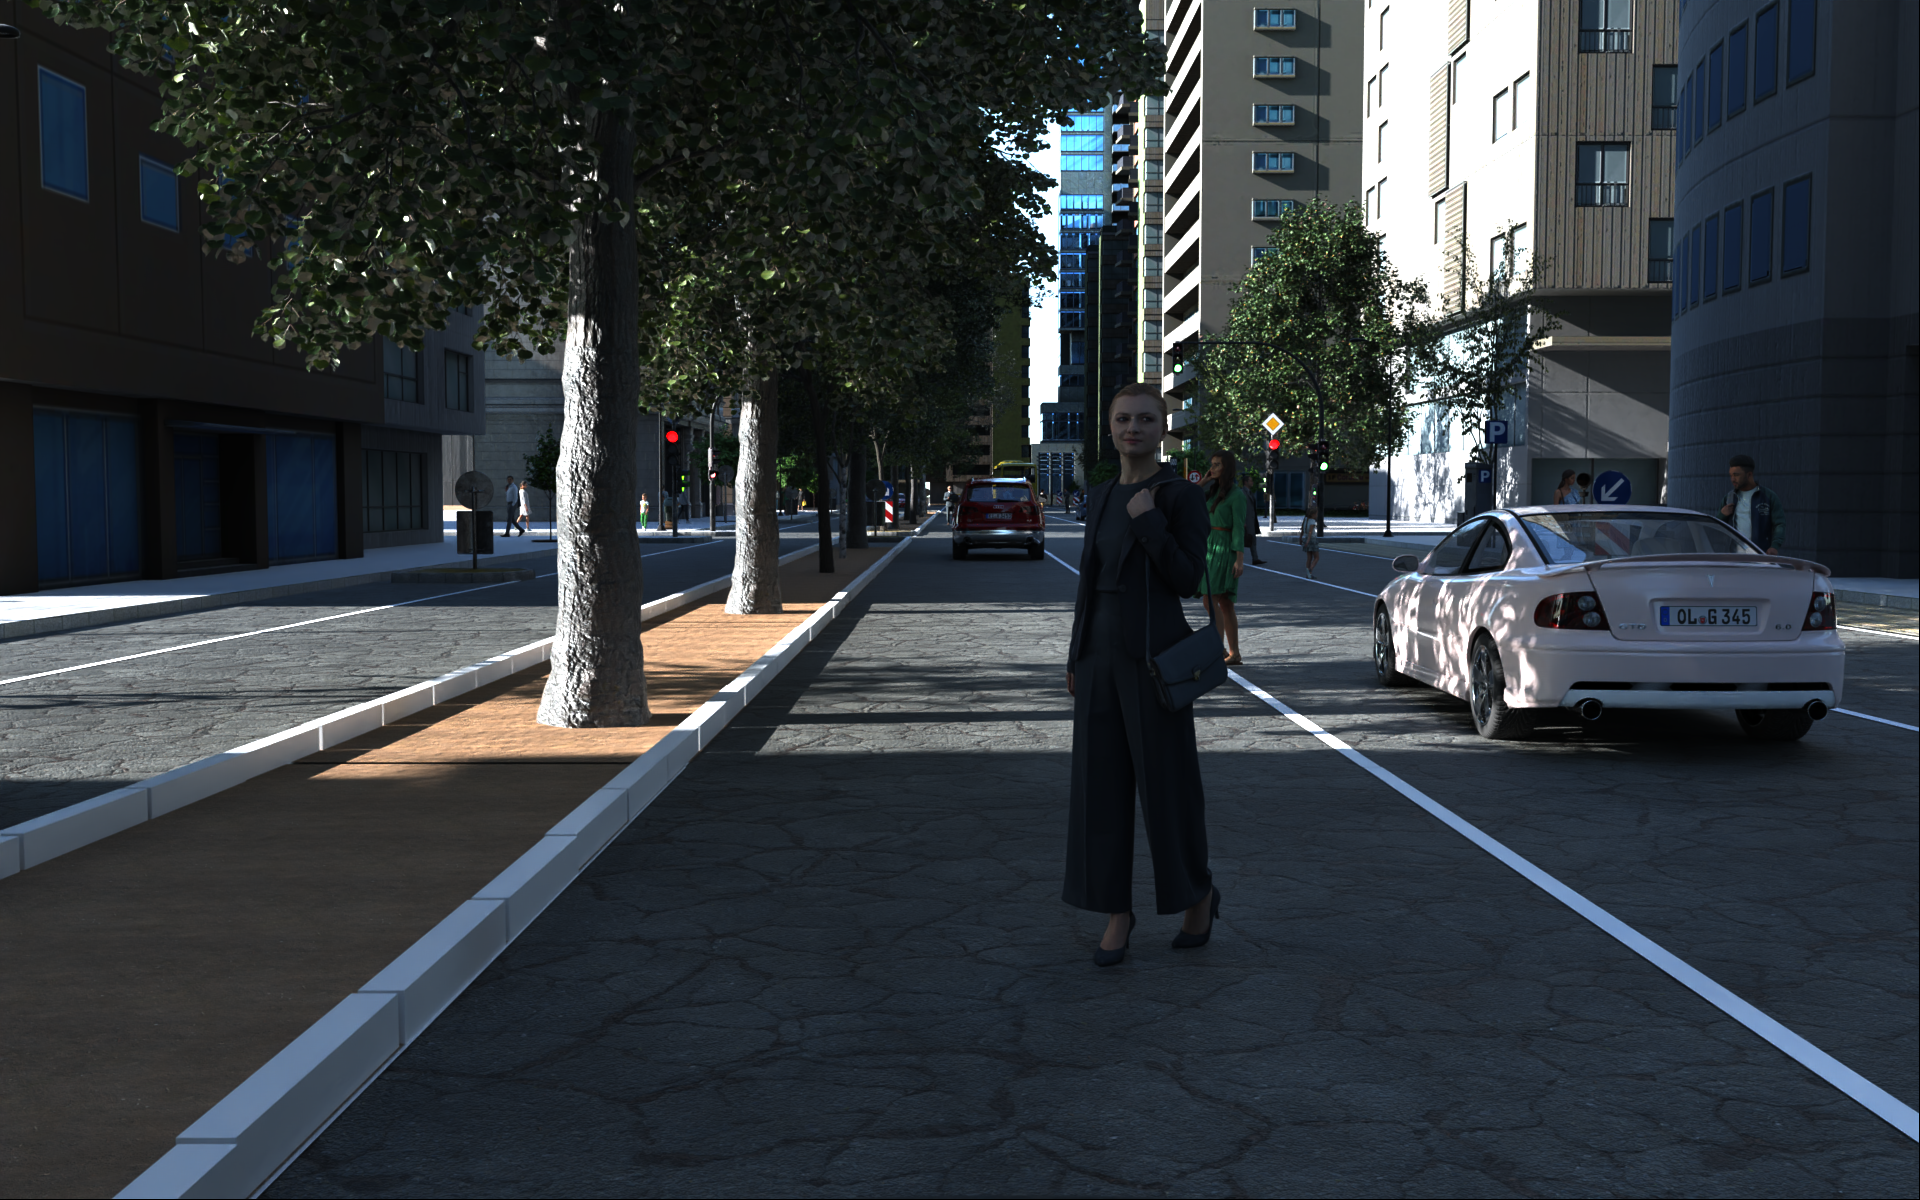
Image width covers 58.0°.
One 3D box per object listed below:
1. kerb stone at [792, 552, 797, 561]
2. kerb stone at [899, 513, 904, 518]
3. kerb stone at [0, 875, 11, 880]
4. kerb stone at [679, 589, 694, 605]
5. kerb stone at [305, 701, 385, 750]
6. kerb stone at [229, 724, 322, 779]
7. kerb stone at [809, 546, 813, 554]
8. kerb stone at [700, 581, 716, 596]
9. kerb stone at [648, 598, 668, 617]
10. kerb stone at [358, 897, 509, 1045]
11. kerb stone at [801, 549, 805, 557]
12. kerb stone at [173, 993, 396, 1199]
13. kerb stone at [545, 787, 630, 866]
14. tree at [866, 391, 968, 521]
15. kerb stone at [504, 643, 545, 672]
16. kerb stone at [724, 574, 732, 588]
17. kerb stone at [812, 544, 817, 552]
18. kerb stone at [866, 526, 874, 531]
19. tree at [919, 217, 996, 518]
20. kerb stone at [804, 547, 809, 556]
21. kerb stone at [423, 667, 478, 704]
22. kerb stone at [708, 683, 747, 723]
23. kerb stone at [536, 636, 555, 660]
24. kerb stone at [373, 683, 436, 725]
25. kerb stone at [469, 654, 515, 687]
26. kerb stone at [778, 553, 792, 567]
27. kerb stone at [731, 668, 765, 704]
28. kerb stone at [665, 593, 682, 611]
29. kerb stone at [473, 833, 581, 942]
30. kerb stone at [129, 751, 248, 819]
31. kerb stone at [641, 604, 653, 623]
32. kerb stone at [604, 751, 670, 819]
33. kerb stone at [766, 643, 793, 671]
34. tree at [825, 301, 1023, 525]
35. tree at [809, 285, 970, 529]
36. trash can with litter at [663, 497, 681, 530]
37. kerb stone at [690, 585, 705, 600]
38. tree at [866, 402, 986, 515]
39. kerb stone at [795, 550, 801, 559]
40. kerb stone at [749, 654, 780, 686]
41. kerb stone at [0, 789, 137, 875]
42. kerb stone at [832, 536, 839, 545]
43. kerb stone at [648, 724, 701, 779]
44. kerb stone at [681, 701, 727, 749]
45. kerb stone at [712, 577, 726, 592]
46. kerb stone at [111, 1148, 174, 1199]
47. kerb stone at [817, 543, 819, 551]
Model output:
[{"bbox_3d":[-3.621,-0.891,36.766,0.120,0.150,1.000,0,3,0],"label":"kerb stone"},{"bbox_3d":[-3.690,-5.440,111.143,0.120,0.150,1.000,0,3,0],"label":"kerb stone"},{"bbox_3d":[-3.600,0.994,6.020,0.120,0.150,1.000,0,3,0],"label":"kerb stone"},{"bbox_3d":[-3.610,-0.012,22.417,0.120,0.150,1.000,0,3,0],"label":"kerb stone"},{"bbox_3d":[-3.601,0.739,10.119,0.120,0.150,1.000,0,3,0],"label":"kerb stone"},{"bbox_3d":[-3.610,0.807,9.097,0.120,0.150,1.000,0,3,0],"label":"kerb stone"},{"bbox_3d":[-3.626,-1.141,40.854,0.120,0.150,1.000,0,3,0],"label":"kerb stone"},{"bbox_3d":[-3.621,-0.139,24.470,0.120,0.150,1.000,0,3,0],"label":"kerb stone"},{"bbox_3d":[-3.606,0.113,20.368,0.120,0.150,1.000,0,3,0],"label":"kerb stone"},{"bbox_3d":[-1.496,1.053,4.978,0.120,0.150,1.000,0,3,0],"label":"kerb stone"},{"bbox_3d":[-3.628,-1.016,38.810,0.120,0.150,1.000,0,3,0],"label":"kerb stone"},{"bbox_3d":[-1.503,1.116,3.953,0.120,0.150,1.000,0,3,0],"label":"kerb stone"},{"bbox_3d":[-1.506,0.928,7.030,0.120,0.150,1.000,0,3,0],"label":"kerb stone"},{"bbox_3d":[-2.744,-10.089,93.167,9.928,11.665,9.643,0,3,0],"label":"tree"},{"bbox_3d":[-3.605,0.488,14.220,0.120,0.150,1.000,0,3,0],"label":"kerb stone"},{"bbox_3d":[-3.613,-0.264,26.516,0.120,0.150,1.000,0,3,0],"label":"kerb stone"},{"bbox_3d":[-3.631,-1.204,41.876,0.120,0.150,1.000,0,3,0],"label":"kerb stone"},{"bbox_3d":[-3.656,-2.993,71.128,0.120,0.150,1.000,0,3,0],"label":"kerb stone"},{"bbox_3d":[-3.488,-15.108,105.364,12.611,20.169,13.585,0,3,0],"label":"tree"},{"bbox_3d":[-3.623,-1.075,39.833,0.120,0.150,1.000,0,3,0],"label":"kerb stone"},{"bbox_3d":[-3.604,0.616,12.177,0.120,0.150,1.000,0,3,0],"label":"kerb stone"},{"bbox_3d":[-1.505,0.677,11.124,0.120,0.150,1.000,0,3,0],"label":"kerb stone"},{"bbox_3d":[-3.605,0.425,15.242,0.120,0.150,1.000,0,3,0],"label":"kerb stone"},{"bbox_3d":[-3.604,0.681,11.146,0.120,0.150,1.000,0,3,0],"label":"kerb stone"},{"bbox_3d":[-3.604,0.553,13.199,0.120,0.150,1.000,0,3,0],"label":"kerb stone"},{"bbox_3d":[-3.622,-0.829,35.744,0.120,0.150,1.000,0,3,0],"label":"kerb stone"},{"bbox_3d":[-1.502,0.618,12.146,0.120,0.150,1.000,0,3,0],"label":"kerb stone"},{"bbox_3d":[-3.607,0.053,21.395,0.120,0.150,1.000,0,3,0],"label":"kerb stone"},{"bbox_3d":[-1.494,0.991,6.007,0.120,0.150,1.000,0,3,0],"label":"kerb stone"},{"bbox_3d":[-3.596,0.864,8.074,0.120,0.150,1.000,0,3,0],"label":"kerb stone"},{"bbox_3d":[-3.604,0.174,19.346,0.120,0.150,1.000,0,3,0],"label":"kerb stone"},{"bbox_3d":[-1.504,0.865,8.052,0.120,0.150,1.000,0,3,0],"label":"kerb stone"},{"bbox_3d":[-1.503,0.489,14.203,0.120,0.150,1.000,0,3,0],"label":"kerb stone"},{"bbox_3d":[-2.167,-10.271,80.753,12.009,13.543,11.850,0,3,0],"label":"tree"},{"bbox_3d":[-2.791,-9.197,70.952,7.486,12.596,7.792,0,3,0],"label":"tree"},{"bbox_3d":[-10.460,-3.151,62.908,0.624,1.170,1.055,0,4,-7],"label":"trash can with litter"},{"bbox_3d":[-3.613,-0.074,23.441,0.120,0.150,1.000,0,3,0],"label":"kerb stone"},{"bbox_3d":[-3.057,-12.113,117.514,9.611,12.733,9.660,0,3,0],"label":"tree"},{"bbox_3d":[-3.627,-0.953,37.789,0.120,0.150,1.000,0,3,0],"label":"kerb stone"},{"bbox_3d":[-1.503,0.551,13.181,0.120,0.150,1.000,0,3,0],"label":"kerb stone"},{"bbox_3d":[-3.601,0.927,7.052,0.120,0.150,1.000,0,3,0],"label":"kerb stone"},{"bbox_3d":[-3.640,-1.768,51.106,0.120,0.150,1.000,0,3,0],"label":"kerb stone"},{"bbox_3d":[-1.505,0.807,9.074,0.120,0.150,1.000,0,3,0],"label":"kerb stone"},{"bbox_3d":[-1.501,0.740,10.095,0.120,0.150,1.000,0,3,0],"label":"kerb stone"},{"bbox_3d":[-3.616,-0.202,25.494,0.120,0.150,1.000,0,3,0],"label":"kerb stone"},{"bbox_3d":[-1.487,1.182,2.932,0.120,0.150,1.000,0,3,0],"label":"kerb stone"},{"bbox_3d":[-3.634,-1.264,42.898,0.120,0.150,1.000,0,3,0],"label":"kerb stone"}]
